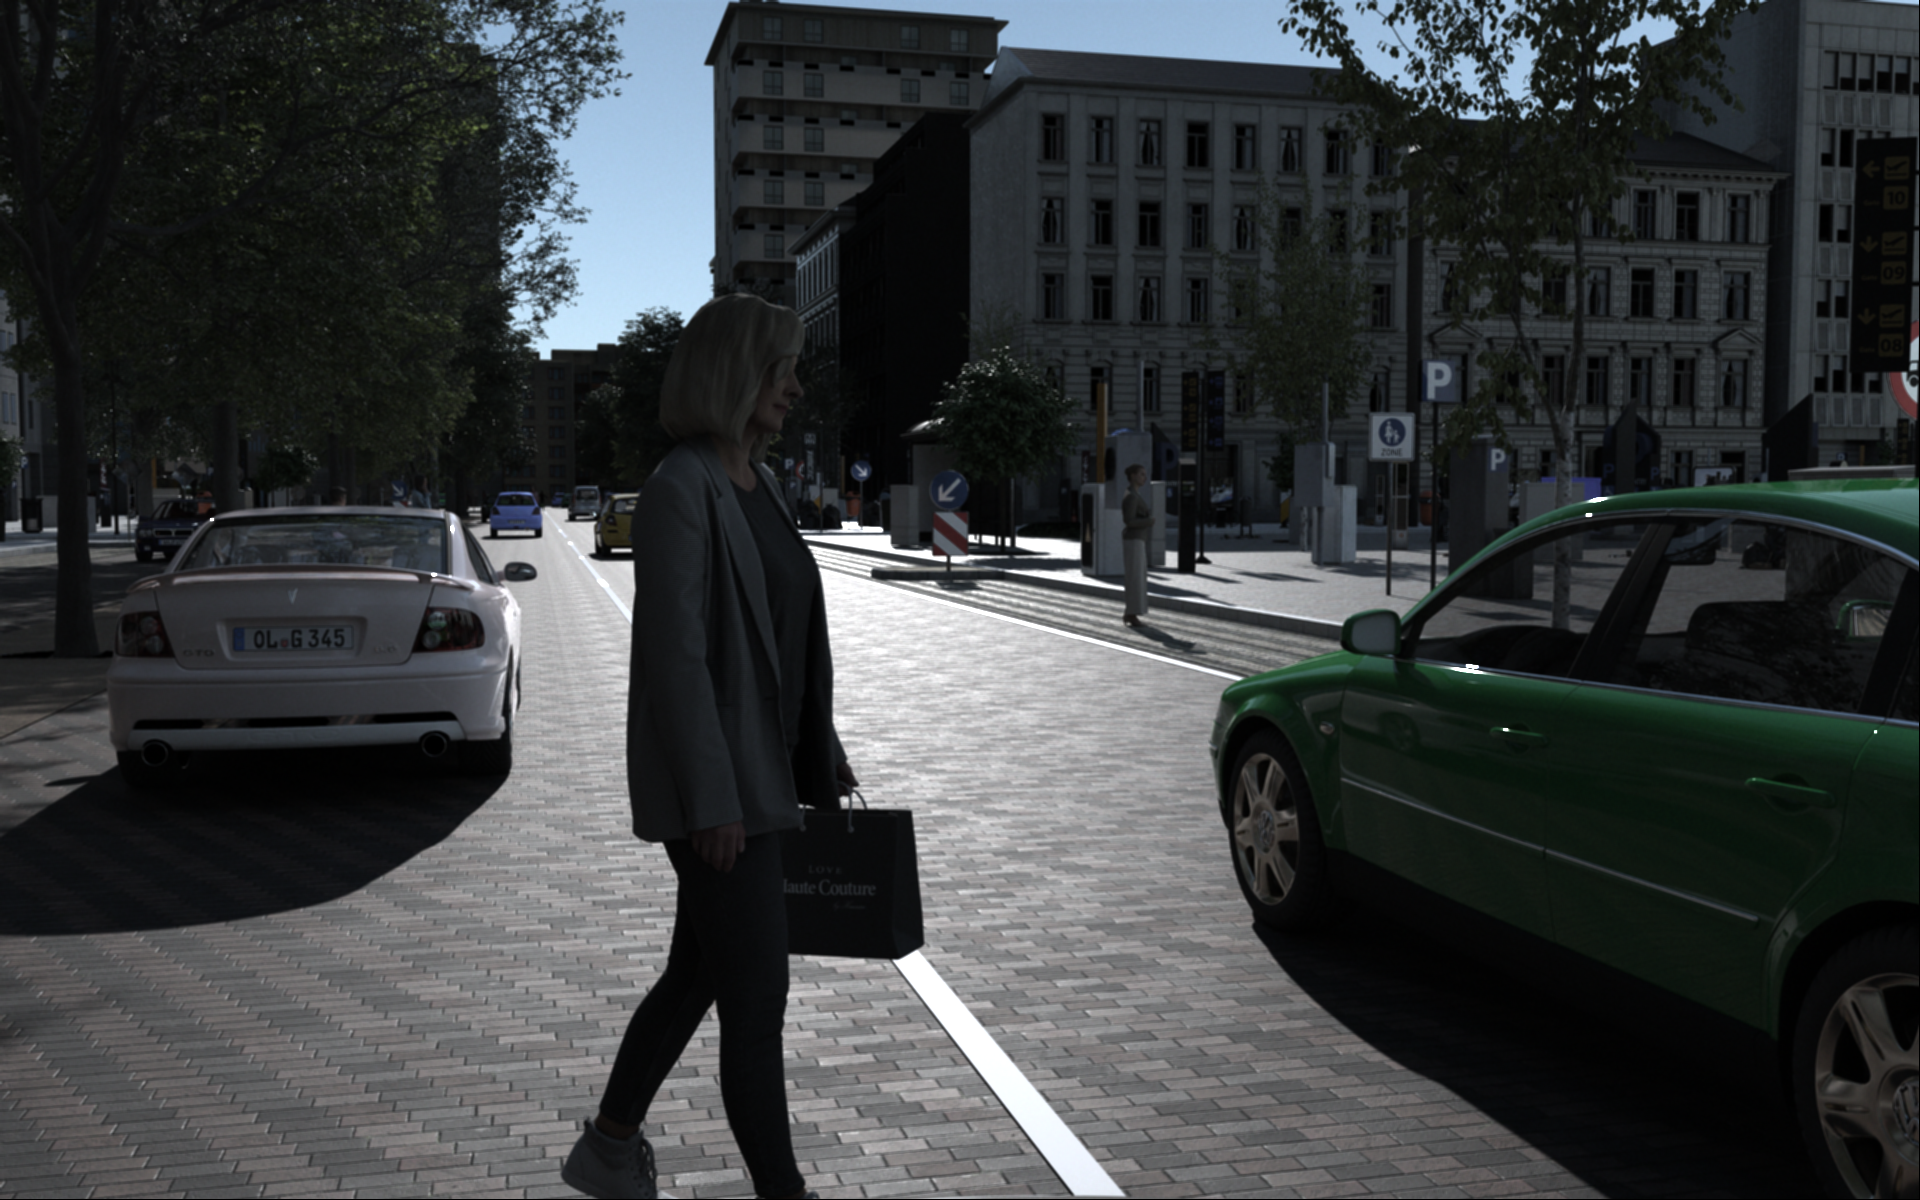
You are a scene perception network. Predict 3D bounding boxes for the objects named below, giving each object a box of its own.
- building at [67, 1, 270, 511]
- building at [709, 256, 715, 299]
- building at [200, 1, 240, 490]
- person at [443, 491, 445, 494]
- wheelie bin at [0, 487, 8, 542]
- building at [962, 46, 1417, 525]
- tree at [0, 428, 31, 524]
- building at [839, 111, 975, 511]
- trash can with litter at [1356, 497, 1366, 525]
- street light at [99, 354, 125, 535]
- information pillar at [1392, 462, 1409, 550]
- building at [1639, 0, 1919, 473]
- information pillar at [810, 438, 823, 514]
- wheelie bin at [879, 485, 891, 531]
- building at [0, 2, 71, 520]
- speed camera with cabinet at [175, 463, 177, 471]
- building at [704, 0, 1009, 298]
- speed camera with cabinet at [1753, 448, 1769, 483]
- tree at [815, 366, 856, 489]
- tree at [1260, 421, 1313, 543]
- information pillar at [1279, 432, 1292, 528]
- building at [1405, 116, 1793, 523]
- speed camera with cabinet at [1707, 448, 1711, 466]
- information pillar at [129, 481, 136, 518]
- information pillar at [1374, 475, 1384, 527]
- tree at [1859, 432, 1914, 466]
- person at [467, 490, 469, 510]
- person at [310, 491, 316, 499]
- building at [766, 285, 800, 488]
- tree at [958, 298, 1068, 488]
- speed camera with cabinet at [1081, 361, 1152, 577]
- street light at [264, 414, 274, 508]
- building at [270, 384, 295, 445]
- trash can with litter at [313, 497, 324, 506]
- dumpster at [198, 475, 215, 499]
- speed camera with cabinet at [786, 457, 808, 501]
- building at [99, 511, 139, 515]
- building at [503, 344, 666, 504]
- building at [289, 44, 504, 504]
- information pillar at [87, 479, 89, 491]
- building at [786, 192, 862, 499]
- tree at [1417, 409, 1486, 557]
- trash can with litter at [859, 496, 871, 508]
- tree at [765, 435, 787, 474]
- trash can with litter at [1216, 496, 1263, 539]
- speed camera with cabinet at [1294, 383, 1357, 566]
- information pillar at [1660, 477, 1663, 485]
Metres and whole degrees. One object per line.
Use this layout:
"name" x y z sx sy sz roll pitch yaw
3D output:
"building" -72.214 -31.137 159.205 14.600 45.320 14.200 -1 4 -14
"building" -22.296 -33.897 246.102 23.993 40.220 32.217 -1 4 -14
"building" -69.573 -50.307 135.195 22.319 86.520 31.000 -1 4 -14
"person" -48.877 -9.501 164.363 0.617 1.759 0.750 1 4 22
"wheelie bin" -25.916 -2.357 46.445 0.693 1.594 0.980 -2 4 -29
"building" 10.140 -14.059 79.008 18.267 20.994 9.793 -1 4 -14
"tree" -41.627 -5.531 74.139 4.285 4.588 4.351 0 3 0
"building" -0.160 -17.106 109.356 12.332 23.373 15.834 -1 4 -14
"trash can with litter" 16.455 -3.795 73.114 2.233 1.210 1.678 0 4 7
"street light" -26.610 -4.997 54.487 0.468 5.910 1.993 -1 4 -14
"information pillar" 10.109 -2.158 39.770 0.304 2.012 0.304 0 4 1
"building" 47.268 -16.602 89.460 19.932 24.808 12.078 -1 4 -14
"information pillar" -5.526 -4.598 66.534 0.504 3.616 0.183 0 4 -5
"wheelie bin" -2.406 -3.195 60.153 0.693 1.594 0.980 1 4 14
"building" -56.667 -32.938 80.539 21.231 58.520 28.212 -1 4 -14
"speed camera with cabinet" -43.448 -6.114 94.294 2.038 3.252 0.660 -1 4 -9
"building" -11.665 -36.576 187.259 28.713 52.752 27.495 -1 4 -14
"speed camera with cabinet" 34.569 -4.963 75.477 0.660 3.252 2.038 0 4 -7
"tree" -7.470 -8.866 95.322 4.360 8.622 3.978 0 3 0
"tree" 8.831 -3.136 45.877 1.663 3.219 1.824 0 3 0
"information pillar" 12.340 -4.528 65.382 0.504 3.616 0.183 1 4 16
"building" 28.247 -13.420 84.050 19.286 19.102 10.561 -1 4 -14
"speed camera with cabinet" 32.244 -4.835 73.389 0.660 3.252 2.038 0 4 -5
"information pillar" -43.961 -5.348 91.925 0.304 2.012 0.304 -2 4 -34
"information pillar" 16.454 -3.883 67.977 0.304 2.012 0.304 0 4 1
"tree" 28.888 -3.637 54.069 1.663 3.219 1.824 0 3 0
"person" -44.595 -9.046 156.533 0.705 1.807 1.348 0 4 7
"person" -76.055 -11.911 203.950 0.721 1.736 1.217 1 4 17
"building" -5.480 -19.309 160.747 27.650 21.520 28.899 -1 4 -14
"tree" 1.741 -7.021 65.155 4.737 8.622 4.395 0 3 0
"speed camera with cabinet" 2.367 -1.966 26.484 0.660 3.252 2.038 -1 4 -10
"street light" -34.859 -7.032 87.754 0.468 5.910 1.993 -1 4 -14
"building" -76.869 -24.938 179.434 14.107 30.474 14.160 -1 4 -14
"trash can with litter" -45.783 -6.896 124.142 0.624 1.170 1.055 2 4 25
"dumpster" -37.514 -5.167 86.969 1.502 2.255 1.985 -1 4 -14
"speed camera with cabinet" -8.192 -5.947 91.567 2.038 3.252 0.660 2 4 23
"building" -57.436 -28.176 110.782 14.600 45.320 14.200 -1 4 -14
"building" -47.833 -24.065 238.504 28.899 21.520 27.650 -1 4 -14
"building" -74.816 -41.930 227.559 28.212 58.520 21.231 -1 4 -14
"information pillar" -43.670 -5.017 86.514 0.304 2.012 0.304 -3 4 -37
"building" -5.713 -18.195 126.374 11.050 23.489 19.941 -1 4 -14
"tree" 10.492 -2.498 35.441 1.663 3.219 1.824 0 3 0
"trash can with litter" -4.486 -4.566 86.047 1.055 1.170 0.624 1 4 20
"tree" -14.876 -10.842 127.632 4.737 8.622 4.395 0 3 0
"trash can with litter" 7.971 -2.383 50.014 1.678 1.210 2.233 3 5 40
"speed camera with cabinet" 6.657 -2.274 31.516 0.660 3.252 2.038 2 4 29
"information pillar" 30.177 -4.312 74.999 0.304 2.012 0.304 -2 4 -32
